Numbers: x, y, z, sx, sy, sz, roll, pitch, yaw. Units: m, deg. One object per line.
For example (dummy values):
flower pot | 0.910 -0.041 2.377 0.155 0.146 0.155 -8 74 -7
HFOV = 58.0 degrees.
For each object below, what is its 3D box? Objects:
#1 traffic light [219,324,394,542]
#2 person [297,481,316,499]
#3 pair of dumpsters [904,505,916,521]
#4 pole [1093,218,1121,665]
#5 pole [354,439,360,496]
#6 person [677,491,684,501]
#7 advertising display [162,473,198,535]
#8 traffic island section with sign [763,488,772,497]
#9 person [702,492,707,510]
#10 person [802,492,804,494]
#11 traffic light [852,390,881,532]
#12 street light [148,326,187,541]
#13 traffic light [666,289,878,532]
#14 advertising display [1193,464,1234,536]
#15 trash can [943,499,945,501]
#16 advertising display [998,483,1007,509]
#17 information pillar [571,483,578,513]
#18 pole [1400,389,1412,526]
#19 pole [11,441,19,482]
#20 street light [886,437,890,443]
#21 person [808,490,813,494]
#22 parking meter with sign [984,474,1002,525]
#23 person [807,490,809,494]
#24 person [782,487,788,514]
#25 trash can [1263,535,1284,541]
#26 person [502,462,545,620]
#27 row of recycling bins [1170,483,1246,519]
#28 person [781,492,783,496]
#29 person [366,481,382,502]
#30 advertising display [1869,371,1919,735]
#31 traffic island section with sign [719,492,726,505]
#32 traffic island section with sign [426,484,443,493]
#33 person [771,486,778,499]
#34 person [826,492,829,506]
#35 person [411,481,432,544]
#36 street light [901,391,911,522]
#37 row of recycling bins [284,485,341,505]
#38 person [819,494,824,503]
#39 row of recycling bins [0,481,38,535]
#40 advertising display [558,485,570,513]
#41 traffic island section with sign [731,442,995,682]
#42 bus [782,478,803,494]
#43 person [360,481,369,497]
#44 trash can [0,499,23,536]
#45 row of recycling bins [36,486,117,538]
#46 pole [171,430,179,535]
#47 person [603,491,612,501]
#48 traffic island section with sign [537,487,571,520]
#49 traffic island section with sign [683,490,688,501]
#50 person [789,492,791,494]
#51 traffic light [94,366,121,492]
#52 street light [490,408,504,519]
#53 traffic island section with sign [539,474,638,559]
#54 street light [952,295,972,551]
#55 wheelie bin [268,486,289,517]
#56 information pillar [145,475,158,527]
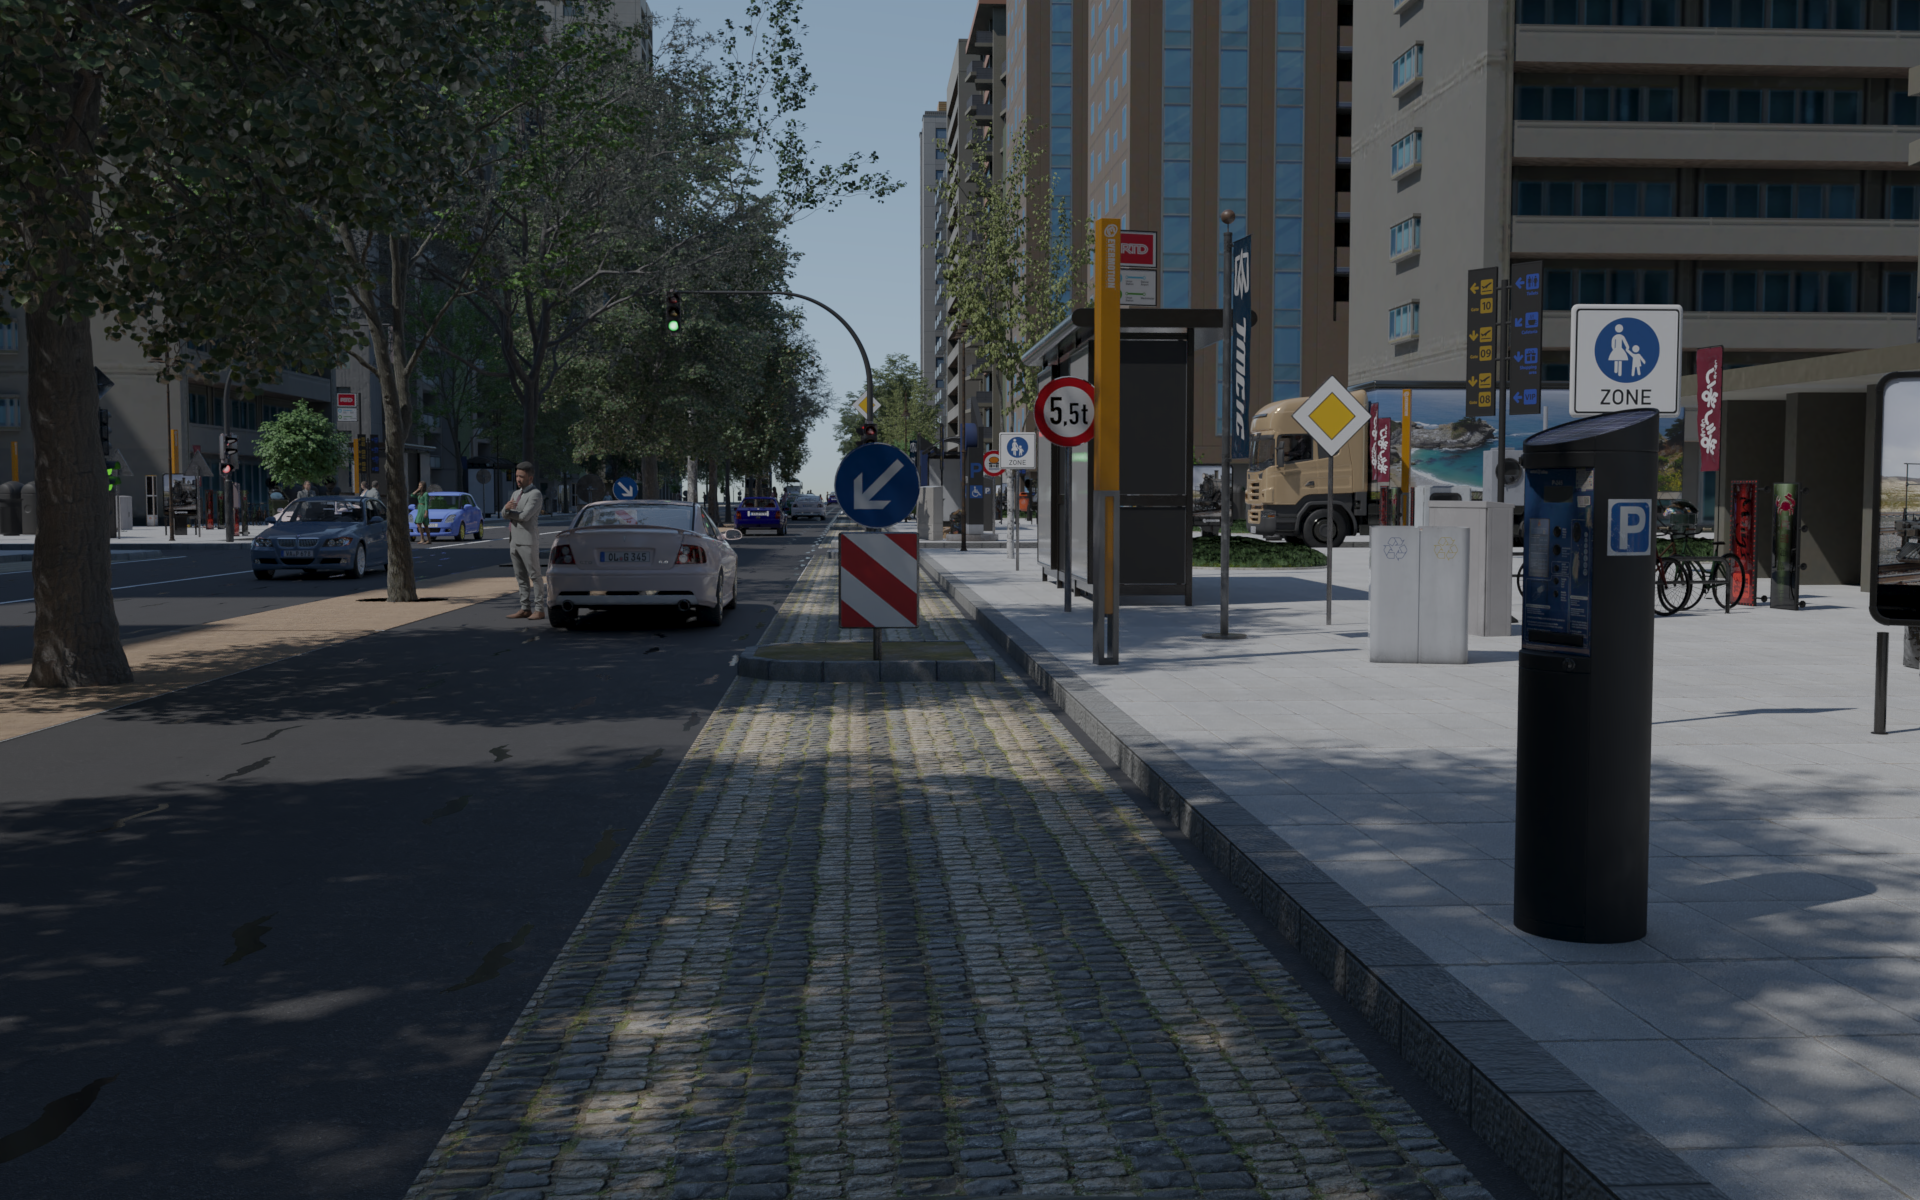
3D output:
traffic light | -17.341 -4.373 46.168 4.771 5.953 1.251 0 4 -4
person | -18.783 -2.523 49.847 0.767 1.812 0.694 3 5 43
pair of dumpsters | -2.140 -5.060 85.228 1.574 2.255 4.437 0 4 -3
pole | 1.098 -1.169 12.952 0.158 3.312 0.155 0 3 0
pole | -22.306 -4.294 64.055 0.158 3.312 0.155 0 3 0
person | -24.539 -8.733 151.999 0.721 1.736 1.217 -3 5 -40
advertising display | -24.236 -2.973 53.830 0.974 1.923 0.123 -2 4 -24
traffic island section with sign | -13.527 -6.930 121.440 2.006 1.907 1.989 0 4 -4
person | -22.414 -8.663 151.616 0.415 1.643 0.593 -3 4 -36
person | -20.792 -13.423 228.692 1.217 1.736 0.721 0 4 6
traffic light | -2.546 -3.556 47.061 0.839 4.253 0.868 0 4 -4
street light | -21.577 -4.555 47.255 0.468 5.910 1.993 0 4 -4
traffic light | -4.134 -3.924 38.822 4.771 5.953 1.251 0 4 -4
advertising display | 5.377 -1.958 37.224 0.974 1.923 0.123 0 4 -2
trash can | -0.827 -2.612 54.366 0.748 1.137 0.748 0 3 0
advertising display | 2.663 -5.797 99.991 0.123 1.923 0.974 3 4 38
information pillar | -26.441 -6.994 118.848 0.304 2.012 0.304 1 4 17
pole | 8.708 -2.445 33.812 0.158 3.312 0.155 0 3 0
pole | -36.658 -4.488 67.224 0.158 3.312 0.155 0 3 0
street light | -5.067 -9.117 121.844 0.468 5.910 1.993 0 4 -4
person | -12.572 -8.389 145.757 1.348 1.812 0.705 0 4 6
parking meter with sign | 1.020 -4.655 72.371 1.738 3.016 0.543 -2 4 -29
person | -15.127 -10.053 172.883 1.348 1.822 0.705 3 5 39
person | -9.770 -5.368 96.282 0.388 1.821 0.555 -1 4 -19
trash can | 8.639 -2.201 47.639 0.748 1.137 0.748 0 3 0
person | -5.020 -0.681 19.811 0.511 1.800 0.466 2 4 29
row of recycling bins | 9.354 -3.570 65.477 3.534 1.692 1.069 -2 4 -35
person | -28.421 -16.314 275.951 1.217 1.735 0.721 -3 4 -38
person | -16.687 -2.498 49.435 0.635 1.810 0.391 2 4 32
advertising display | 5.267 -0.230 8.969 0.974 1.923 0.123 2 4 34
traffic island section with sign | -30.750 -13.436 228.301 1.989 1.847 2.006 0 4 -4
traffic island section with sign | -20.861 -3.662 68.506 1.989 1.847 2.006 0 4 -4
person | -9.338 -4.793 86.873 0.388 1.821 0.555 2 4 26
person | -15.847 -12.033 205.957 0.721 1.735 1.217 0 4 -1
person | -15.254 -2.479 49.287 0.600 1.795 0.529 3 5 39
street light | -2.441 -6.442 78.115 0.468 5.910 1.993 0 4 -4
row of recycling bins | -28.324 -4.213 76.000 1.069 1.692 3.534 1 4 14
person | -10.802 -7.469 133.885 0.557 1.426 1.065 -3 4 -39
row of recycling bins | -29.533 -2.919 54.841 3.534 1.692 1.069 1 4 12
advertising display | -27.338 -6.988 119.459 0.123 1.923 0.974 2 4 35
traffic island section with sign | -0.783 -0.332 14.049 1.989 1.847 2.006 0 4 -4
bus | -25.753 -16.898 267.831 2.896 3.916 12.252 0 4 -3
person | -18.200 -2.733 53.200 0.654 1.822 0.581 -2 4 -27
trash can | -29.128 -2.538 53.156 0.748 1.137 0.748 0 3 0
row of recycling bins | -25.909 -2.689 51.085 3.534 1.692 1.069 3 5 42
pole | -24.809 -3.728 54.798 0.158 3.312 0.155 0 3 0
person | -21.352 -5.794 105.041 0.589 1.601 0.330 0 4 -3
traffic island section with sign | -22.523 -5.308 95.410 1.989 1.847 2.006 0 4 -4
traffic island section with sign | -27.321 -10.048 172.910 1.989 1.847 2.006 0 4 -4
person | -22.349 -13.323 227.042 1.217 1.736 0.721 -3 5 -42
traffic light | -18.930 -3.004 38.035 0.839 4.253 0.868 0 4 -4
street light | -24.183 -7.208 90.638 0.468 5.910 1.993 0 4 -4
traffic island section with sign | -8.426 -1.891 39.052 2.006 1.907 1.989 0 4 -4
street light | 0.084 -4.041 38.859 0.468 5.910 1.993 0 4 -4
wheelie bin | -26.154 -3.581 66.451 0.693 1.594 0.980 -3 4 -36
information pillar | -31.773 -3.889 68.085 0.304 2.012 0.304 0 4 1
